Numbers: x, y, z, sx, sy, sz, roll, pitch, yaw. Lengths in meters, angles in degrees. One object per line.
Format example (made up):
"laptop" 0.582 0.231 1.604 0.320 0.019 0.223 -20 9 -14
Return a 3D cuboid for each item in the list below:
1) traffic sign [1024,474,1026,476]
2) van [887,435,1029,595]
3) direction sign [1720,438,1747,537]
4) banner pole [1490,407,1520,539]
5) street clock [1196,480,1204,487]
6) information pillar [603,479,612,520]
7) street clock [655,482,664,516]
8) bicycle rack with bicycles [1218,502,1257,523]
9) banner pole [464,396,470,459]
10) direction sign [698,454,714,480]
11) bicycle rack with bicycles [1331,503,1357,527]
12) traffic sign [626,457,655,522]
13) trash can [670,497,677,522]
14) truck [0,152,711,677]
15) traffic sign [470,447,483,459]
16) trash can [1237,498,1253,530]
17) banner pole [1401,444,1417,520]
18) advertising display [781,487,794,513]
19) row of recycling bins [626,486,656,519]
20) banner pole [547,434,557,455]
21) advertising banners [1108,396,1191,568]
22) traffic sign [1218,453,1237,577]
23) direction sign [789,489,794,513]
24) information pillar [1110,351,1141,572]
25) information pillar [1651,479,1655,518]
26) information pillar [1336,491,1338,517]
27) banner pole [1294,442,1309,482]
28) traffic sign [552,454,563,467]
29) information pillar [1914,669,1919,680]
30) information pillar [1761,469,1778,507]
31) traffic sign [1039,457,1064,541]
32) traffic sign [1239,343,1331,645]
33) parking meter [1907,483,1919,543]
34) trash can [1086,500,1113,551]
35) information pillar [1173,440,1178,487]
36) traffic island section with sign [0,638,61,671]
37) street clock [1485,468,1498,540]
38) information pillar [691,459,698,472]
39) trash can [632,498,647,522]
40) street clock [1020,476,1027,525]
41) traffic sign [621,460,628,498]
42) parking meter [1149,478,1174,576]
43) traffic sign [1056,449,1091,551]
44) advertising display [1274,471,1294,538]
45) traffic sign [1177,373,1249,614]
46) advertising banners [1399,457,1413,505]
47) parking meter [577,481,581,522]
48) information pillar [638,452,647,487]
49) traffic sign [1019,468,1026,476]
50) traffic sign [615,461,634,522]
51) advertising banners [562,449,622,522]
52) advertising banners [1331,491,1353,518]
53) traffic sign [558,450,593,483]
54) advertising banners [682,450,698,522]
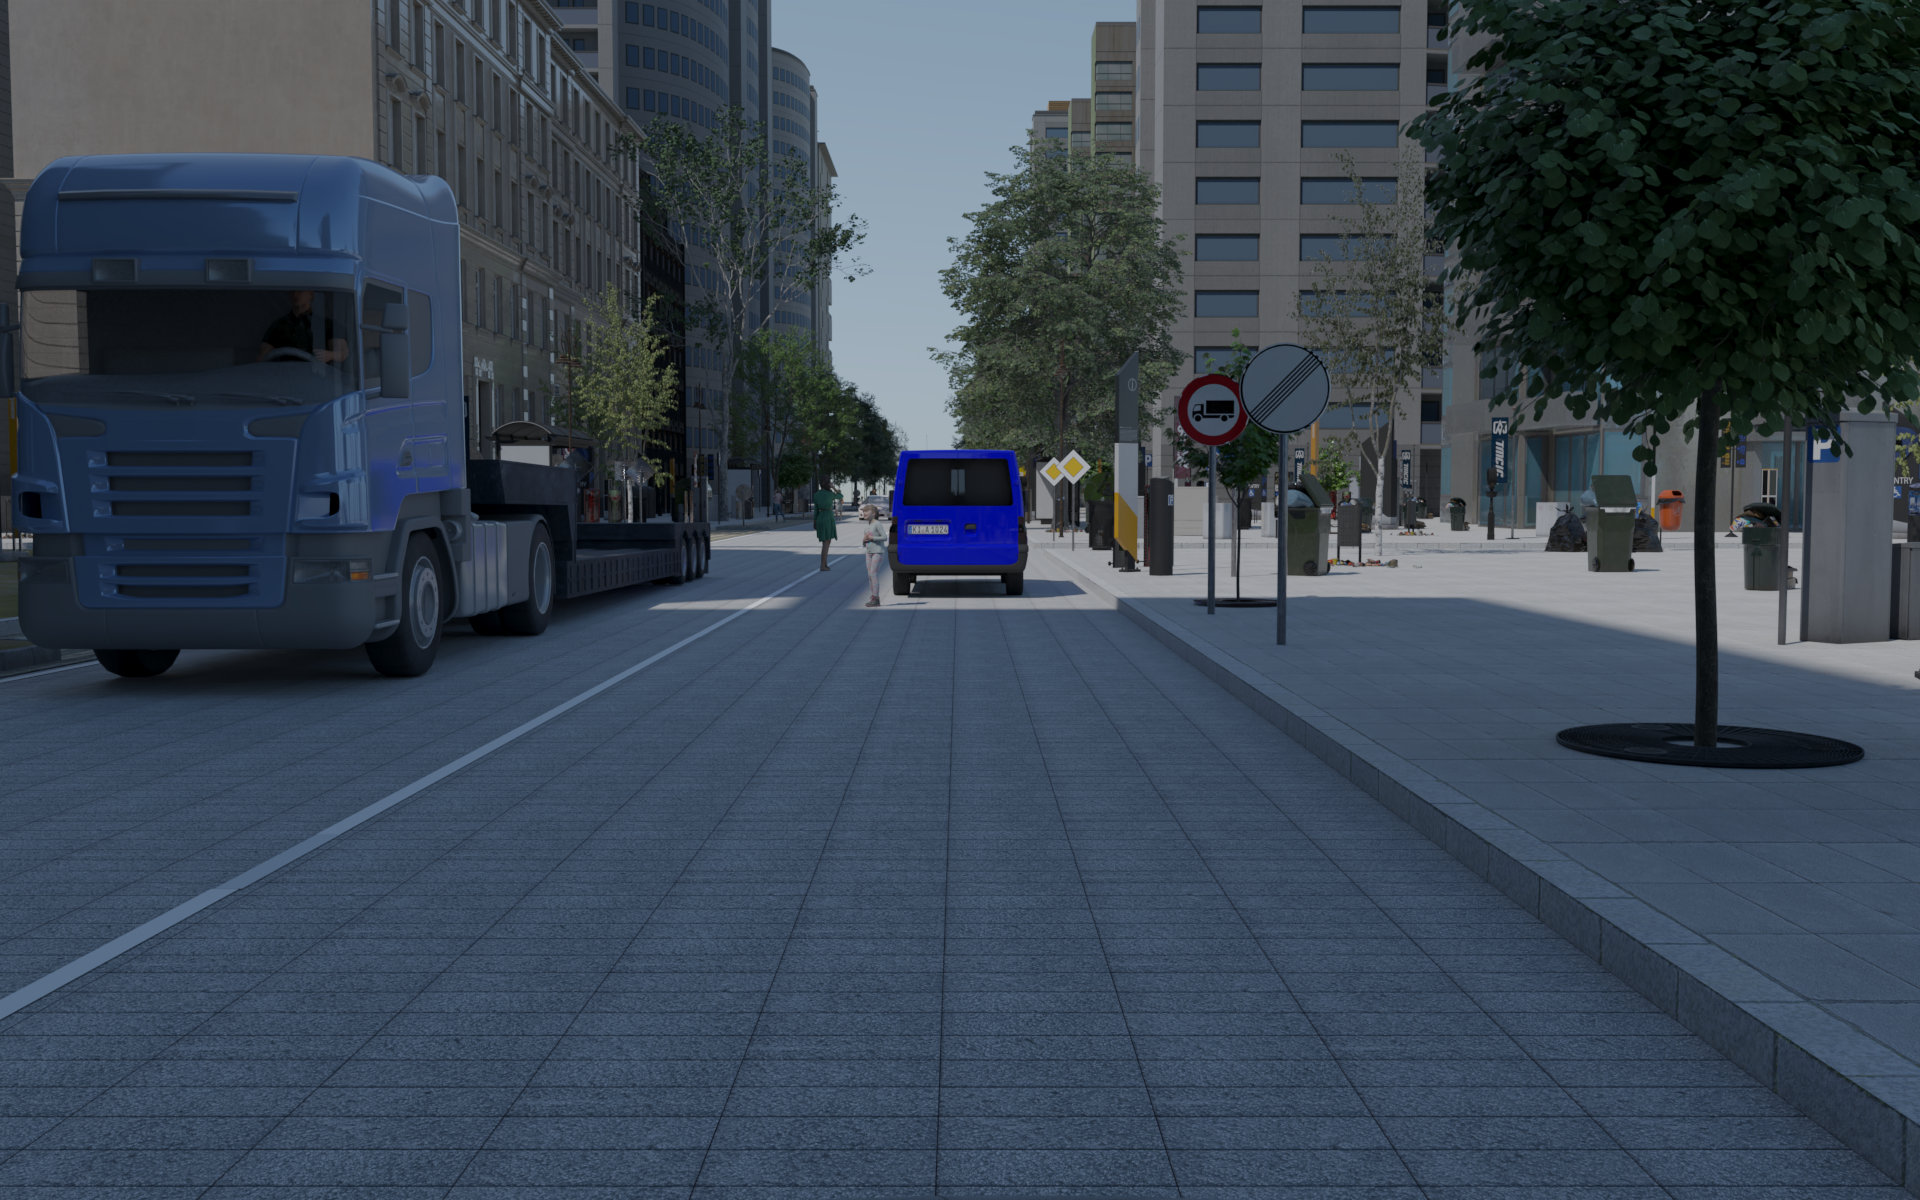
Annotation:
"traffic sign" 4.168 -6.378 104.386 0.768 2.556 0.104 0 4 4
"van" -0.024 -1.332 26.169 2.240 2.365 5.245 0 3 0
"direction sign" 22.982 -3.640 51.507 0.379 3.537 0.876 -2 4 -26
"banner pole" 15.595 -3.641 49.545 0.863 3.779 0.401 1 4 22
"street clock" 12.801 -5.355 92.126 0.471 2.002 0.358 0 4 5
"information pillar" -17.187 -4.894 84.509 0.304 2.012 0.304 1 4 16
"street clock" -17.328 -5.833 99.940 0.358 2.002 0.471 2 4 33
"bicycle rack with bicycles" 12.052 -3.869 76.640 2.852 0.926 2.925 1 4 14
"banner pole" -11.358 -2.981 38.761 0.863 3.779 0.401 0 4 -2
"direction sign" -14.399 -6.499 98.252 0.876 3.537 0.379 -1 4 -19
"bicycle rack with bicycles" 15.152 -3.283 67.061 2.925 0.926 2.852 3 5 43
"traffic sign" -8.651 -2.648 46.939 0.795 2.450 0.064 0 3 0
"trash can" -12.686 -4.056 77.965 0.748 1.137 0.748 0 3 0
"truck" -5.449 -1.882 20.523 2.967 4.110 18.799 0 4 0
"traffic sign" -13.127 -2.825 46.294 0.768 2.556 0.104 0 4 3
"trash can" 10.167 -3.093 62.224 0.748 1.137 0.748 0 3 0
"banner pole" 22.376 -5.890 86.324 0.863 3.779 0.401 0 4 1
"advertising display" -11.727 -6.879 117.681 0.974 1.923 0.123 -2 4 -33
"row of recycling bins" -16.742 -5.132 91.013 1.069 1.692 3.534 0 4 5
"banner pole" -15.099 -4.530 64.083 0.401 3.779 0.863 -3 5 -42
"advertising banners" 3.404 -2.099 30.506 2.074 3.025 0.090 -3 4 -38
"traffic sign" 4.242 -1.631 26.770 0.768 2.556 0.104 1 4 9
"direction sign" -11.408 -7.635 116.825 0.379 3.537 0.876 -2 4 -32
"information pillar" 2.734 -2.262 28.346 0.504 3.616 0.183 -3 5 -42
"information pillar" 19.628 -3.526 48.997 0.183 3.616 0.504 1 4 23
"information pillar" 19.852 -5.356 92.067 0.304 2.012 0.304 -2 4 -32
"banner pole" 16.459 -5.699 83.189 0.863 3.779 0.401 1 4 20
"traffic sign" -12.914 -3.389 55.509 0.768 2.556 0.104 1 4 10
"information pillar" 6.749 -1.258 11.919 0.183 3.616 0.504 1 4 19
"information pillar" 23.674 -2.825 50.686 0.304 2.012 0.304 -1 4 -13
"traffic sign" 2.544 -2.647 46.920 0.795 2.450 0.064 0 3 0
"traffic sign" 2.739 -0.892 14.688 0.768 2.556 0.104 0 4 2
"parking meter" 20.956 -1.804 37.910 0.372 1.533 0.369 0 3 0
"trash can" 3.241 -1.705 39.526 0.748 1.137 0.748 0 3 0
"information pillar" 6.997 -3.971 56.287 0.183 3.616 0.504 0 4 -2
"traffic island section with sign" -8.685 -0.348 14.315 1.989 1.847 2.006 0 3 0
"street clock" 14.826 -2.676 48.317 0.358 2.002 0.471 1 4 10
"information pillar" -17.803 -7.650 116.435 0.504 3.616 0.183 1 4 21
"trash can" -12.514 -3.413 67.449 0.748 1.137 0.748 0 3 0
"street clock" 2.494 -3.945 69.066 0.358 2.002 0.471 -1 4 -20
"traffic sign" -12.428 -3.918 64.162 0.768 2.556 0.104 0 4 7
"parking meter" 3.171 -1.153 27.270 0.372 1.533 0.369 0 3 0
"traffic sign" 2.544 -2.159 38.935 0.795 2.450 0.064 0 3 0
"advertising display" 9.292 -2.721 49.705 0.123 1.923 0.974 -1 4 -17
"traffic sign" 2.682 -1.120 18.411 0.768 2.556 0.104 0 4 3
"advertising banners" 21.116 -5.251 82.050 0.090 3.025 2.074 2 4 32
"parking meter" -14.717 -3.710 66.366 0.255 1.863 0.399 1 4 18
"information pillar" -17.651 -6.417 96.278 0.504 3.616 0.183 0 4 -2
"traffic sign" 3.553 -7.719 120.085 2.265 3.308 0.079 1 4 8
"traffic sign" -10.312 -3.129 53.284 0.606 2.300 0.079 0 4 2
"advertising banners" -11.563 -3.567 54.503 2.074 3.025 0.090 -2 4 -29
"advertising banners" 18.750 -5.569 87.242 2.074 3.025 0.090 0 4 3
"traffic sign" -8.650 -2.160 38.954 0.795 2.450 0.064 0 3 0
"advertising banners" -10.681 -4.433 68.660 0.090 3.025 2.074 0 4 8
